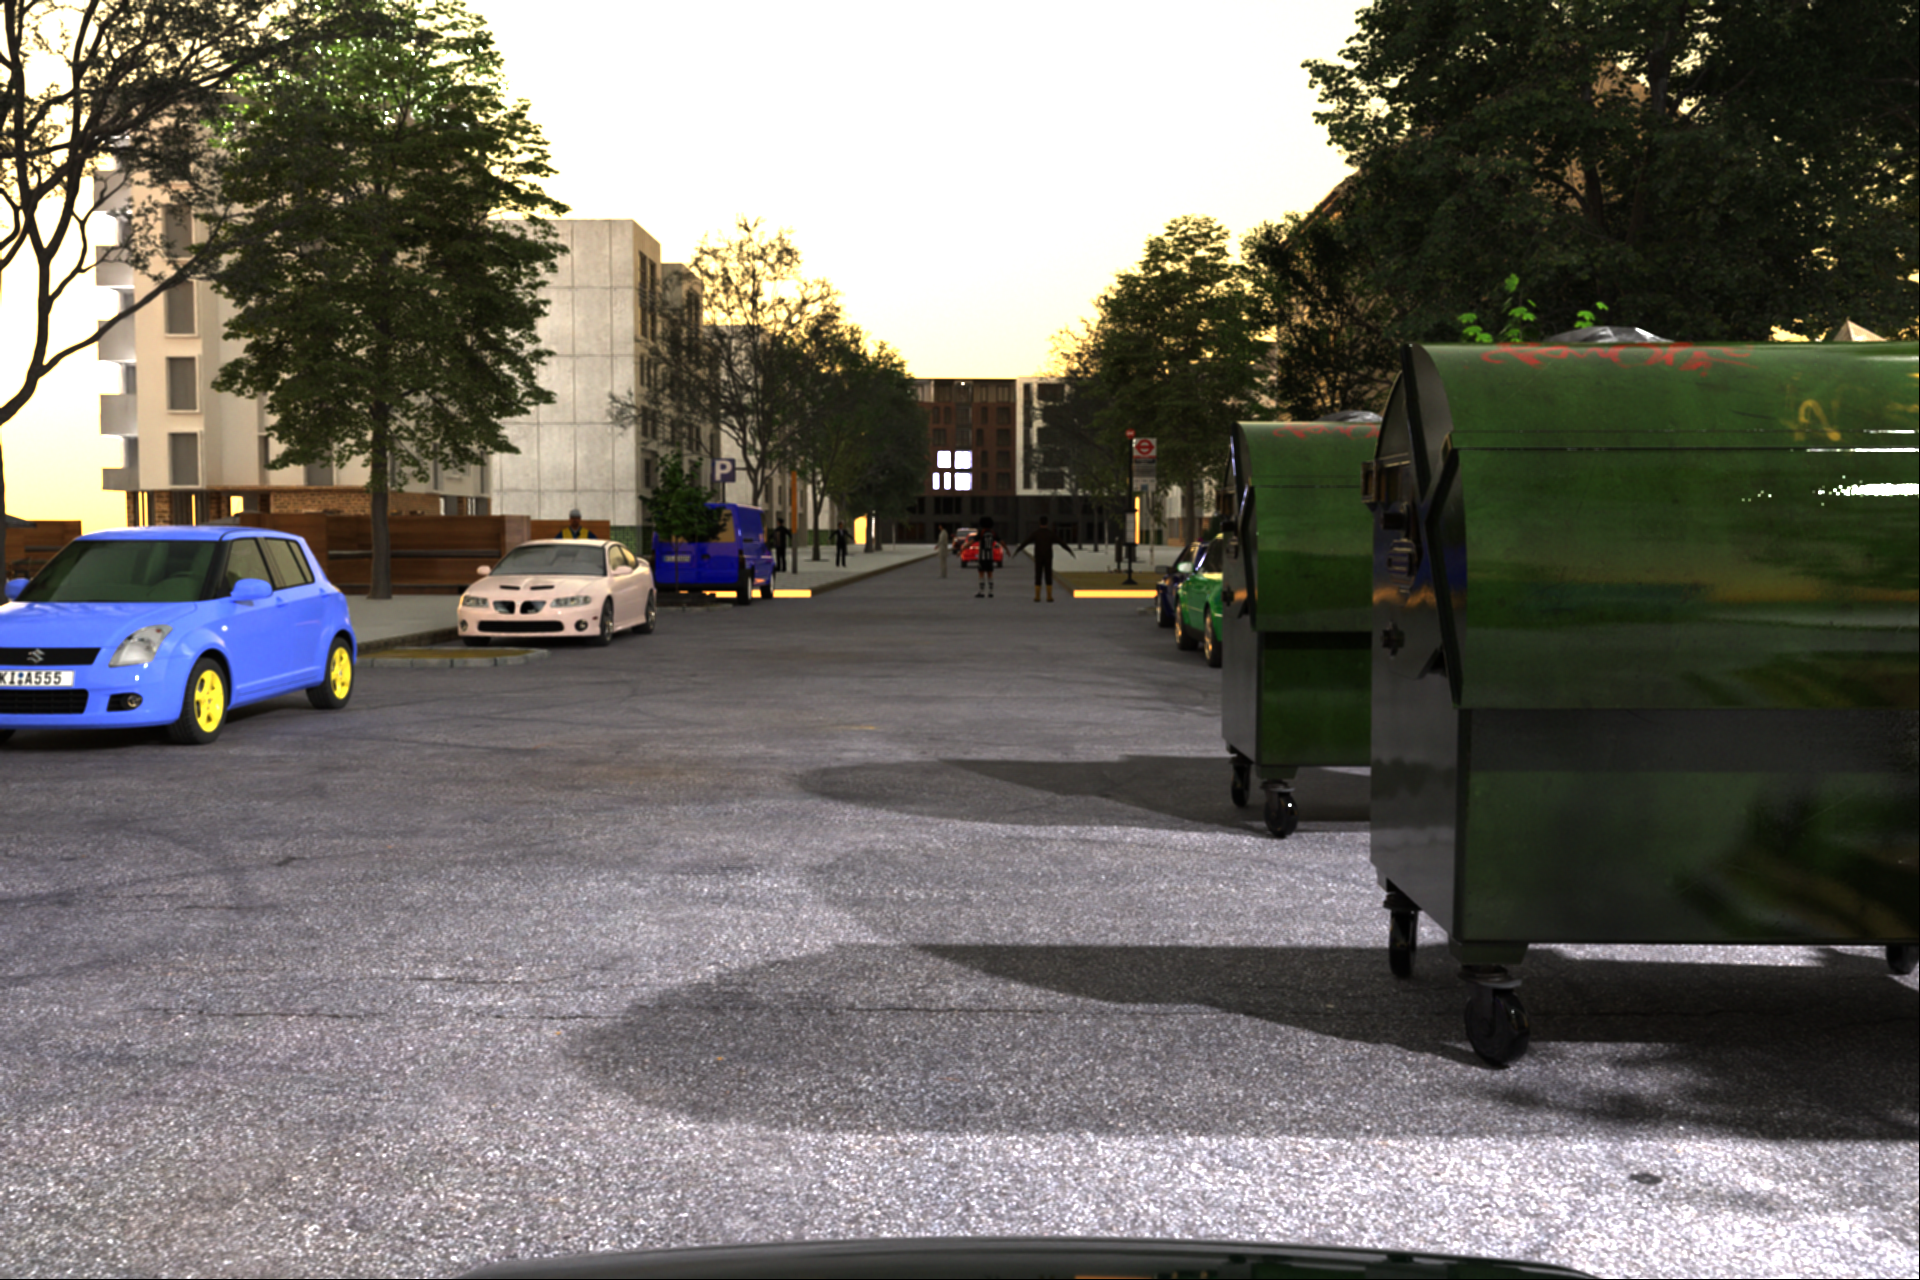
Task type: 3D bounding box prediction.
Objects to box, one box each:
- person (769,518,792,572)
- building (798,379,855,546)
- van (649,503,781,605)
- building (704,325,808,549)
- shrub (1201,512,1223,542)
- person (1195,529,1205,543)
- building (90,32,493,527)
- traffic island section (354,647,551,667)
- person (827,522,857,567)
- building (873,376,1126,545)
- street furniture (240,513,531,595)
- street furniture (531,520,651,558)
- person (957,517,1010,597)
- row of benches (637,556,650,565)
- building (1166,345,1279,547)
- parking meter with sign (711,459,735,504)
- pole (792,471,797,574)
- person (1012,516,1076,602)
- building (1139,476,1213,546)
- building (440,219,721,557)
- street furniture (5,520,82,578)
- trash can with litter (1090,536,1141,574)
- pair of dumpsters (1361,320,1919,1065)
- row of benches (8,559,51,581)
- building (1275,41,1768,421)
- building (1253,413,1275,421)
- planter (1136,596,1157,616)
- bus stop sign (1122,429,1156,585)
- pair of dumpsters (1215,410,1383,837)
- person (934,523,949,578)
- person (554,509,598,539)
[{"bbox_3d":[-6.134,-3.251,59.095,1.347,1.837,0.705,-3,5,-44],"label":"person"},{"bbox_3d":[-22.292,-20.738,205.515,16.747,18.905,31.486,0,4,2],"label":"building"},{"bbox_3d":[-5.113,-1.970,36.586,2.240,2.365,5.245,0,4,2],"label":"van"},{"bbox_3d":[-24.615,-18.097,162.343,16.747,18.905,31.486,0,4,2],"label":"building"},{"bbox_3d":[6.999,-2.504,44.981,1.661,2.075,1.752,0,3,0],"label":"shrub"},{"bbox_3d":[6.695,-2.326,47.296,0.991,1.433,0.599,0,4,-5],"label":"person"},{"bbox_3d":[-26.826,-12.871,66.868,16.016,20.090,11.380,0,4,1],"label":"building"},{"bbox_3d":[-5.751,0.198,19.623,1.991,0.108,1.994,0,4,2],"label":"traffic island section"},{"bbox_3d":[-4.626,-3.722,67.581,1.216,1.740,0.721,-1,4,-22],"label":"person"},{"bbox_3d":[4.422,-23.846,236.313,32.646,21.610,27.936,0,4,-4],"label":"building"},{"bbox_3d":[-13.768,-2.078,40.830,11.010,1.723,9.812,0,4,4],"label":"street furniture"},{"bbox_3d":[-12.963,-2.998,55.869,11.010,1.723,9.812,-3,5,-39],"label":"street furniture"},{"bbox_3d":[0.573,-1.877,39.283,1.345,1.843,0.704,-2,4,-26],"label":"person"},{"bbox_3d":[-10.229,-2.054,49.054,4.104,0.672,1.422,2,4,27],"label":"row of benches"},{"bbox_3d":[26.946,-19.906,181.889,16.016,20.090,11.380,0,4,2],"label":"building"},{"bbox_3d":[-5.413,-2.728,40.864,0.543,3.016,1.738,0,4,3],"label":"parking meter with sign"},{"bbox_3d":[-5.364,-3.808,56.110,0.158,3.312,0.155,0,3,0],"label":"pole"},{"bbox_3d":[1.771,-1.718,36.680,1.346,1.812,0.704,0,4,4],"label":"person"},{"bbox_3d":[31.226,-20.878,207.805,16.747,18.905,31.486,0,4,1],"label":"building"},{"bbox_3d":[-26.432,-15.096,113.270,16.747,18.905,31.486,0,4,1],"label":"building"},{"bbox_3d":[-30.568,-2.803,52.679,9.812,1.723,11.010,3,5,42],"label":"street furniture"},{"bbox_3d":[5.156,-2.814,57.068,1.678,1.210,2.233,0,4,1],"label":"trash can with litter"},{"bbox_3d":[3.462,-0.009,5.091,4.436,2.255,1.574,0,4,2],"label":"pair of dumpsters"},{"bbox_3d":[-22.344,-1.782,44.604,4.104,0.672,1.422,-2,4,-34],"label":"row of benches"},{"bbox_3d":[26.232,-15.518,84.650,19.493,23.208,18.063,0,4,1],"label":"building"},{"bbox_3d":[25.587,-10.636,116.047,9.099,9.664,28.070,0,4,2],"label":"building"},{"bbox_3d":[4.201,-0.617,31.227,1.991,0.319,1.994,0,4,2],"label":"planter"},{"bbox_3d":[4.536,-3.377,43.923,0.855,3.939,0.416,0,4,1],"label":"bus stop sign"},{"bbox_3d":[3.519,-0.227,8.660,4.436,2.255,1.574,0,4,0],"label":"pair of dumpsters"},{"bbox_3d":[-0.588,-2.954,56.935,0.705,1.806,1.347,1,4,12],"label":"person"},{"bbox_3d":[-6.211,-1.197,27.989,1.349,1.833,0.705,-1,4,-12],"label":"person"}]
